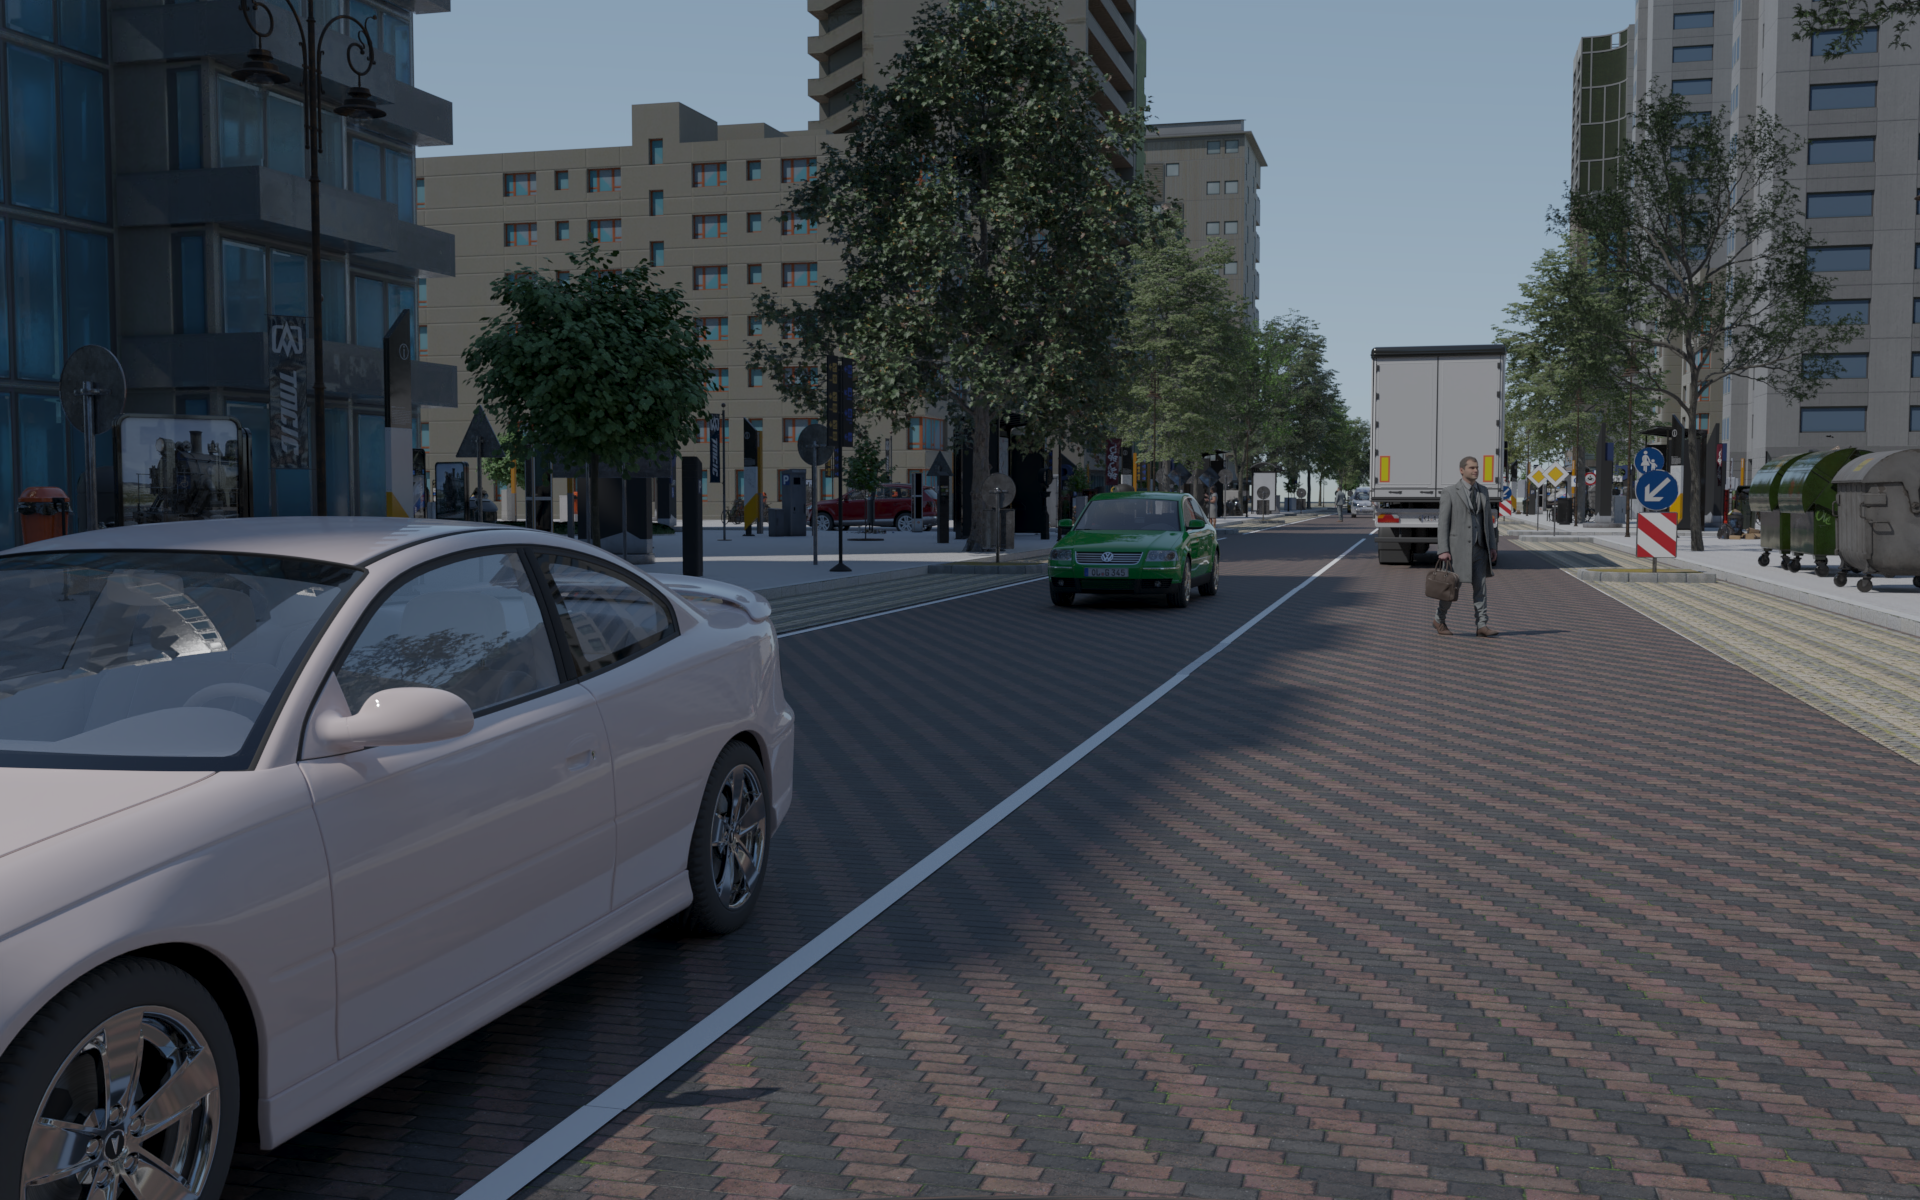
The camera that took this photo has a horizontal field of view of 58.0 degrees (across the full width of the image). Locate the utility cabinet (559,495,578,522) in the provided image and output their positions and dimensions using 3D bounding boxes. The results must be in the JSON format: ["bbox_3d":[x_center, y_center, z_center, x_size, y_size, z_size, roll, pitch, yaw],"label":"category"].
[{"bbox_3d":[-17.478,-4.061,77.553,1.020,1.237,0.306,3,4,36],"label":"utility cabinet"}]

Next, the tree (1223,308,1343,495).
[{"bbox_3d":[21.776,-13.073,120.403,9.857,13.997,8.962,0,3,0],"label":"tree"}]

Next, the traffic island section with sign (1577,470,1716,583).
[{"bbox_3d":[11.364,-1.233,28.795,1.989,1.847,2.006,1,4,15],"label":"traffic island section with sign"}]

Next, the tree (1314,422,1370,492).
[{"bbox_3d":[46.273,-16.913,210.947,7.601,10.594,8.767,-2,4,-35],"label":"tree"}]

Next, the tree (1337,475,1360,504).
[{"bbox_3d":[52.260,-15.258,233.176,4.285,4.588,4.351,0,3,0],"label":"tree"}]

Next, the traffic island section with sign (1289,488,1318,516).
[{"bbox_3d":[22.004,-6.287,111.413,1.989,1.847,2.006,1,4,15],"label":"traffic island section with sign"}]

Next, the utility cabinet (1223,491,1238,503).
[{"bbox_3d":[17.230,-6.242,110.734,1.173,1.500,0.318,2,4,24],"label":"utility cabinet"}]

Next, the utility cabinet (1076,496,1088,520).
[{"bbox_3d":[3.705,-2.550,52.852,0.306,1.237,1.020,1,4,8],"label":"utility cabinet"}]

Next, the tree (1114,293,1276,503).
[{"bbox_3d":[10.654,-8.854,79.173,8.767,10.594,7.601,2,4,27],"label":"tree"}]

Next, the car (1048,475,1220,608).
[{"bbox_3d":[2.418,-0.893,23.404,1.959,1.807,4.718,1,4,16],"label":"car"}]

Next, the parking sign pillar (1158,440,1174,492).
[{"bbox_3d":[10.411,-6.045,87.309,1.447,3.967,1.447,2,4,25],"label":"parking sign pillar"}]

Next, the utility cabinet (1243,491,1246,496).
[{"bbox_3d":[18.917,-6.618,116.880,1.173,1.500,0.318,-2,4,-34],"label":"utility cabinet"}]

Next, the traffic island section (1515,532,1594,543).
[{"bbox_3d":[18.062,-1.853,52.579,2.009,0.180,2.903,1,4,15],"label":"traffic island section"}]

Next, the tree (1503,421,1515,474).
[{"bbox_3d":[47.445,-12.261,150.828,4.360,8.622,3.978,0,3,0],"label":"tree"}]

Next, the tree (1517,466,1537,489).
[{"bbox_3d":[39.396,-7.732,121.019,1.663,3.219,1.824,0,3,0],"label":"tree"}]

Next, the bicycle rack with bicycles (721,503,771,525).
[{"bbox_3d":[-8.860,-3.641,72.913,2.852,0.926,2.925,3,5,45],"label":"bicycle rack with bicycles"}]

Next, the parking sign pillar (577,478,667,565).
[{"bbox_3d":[-6.348,-2.650,31.807,1.447,3.967,1.447,0,4,5],"label":"parking sign pillar"}]

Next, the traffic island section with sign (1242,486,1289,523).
[{"bbox_3d":[14.937,-4.675,85.057,1.989,1.847,2.006,1,4,15],"label":"traffic island section with sign"}]

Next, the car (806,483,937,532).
[{"bbox_3d":[-3.059,-3.263,62.024,5.304,1.827,2.281,1,4,16],"label":"car"}]

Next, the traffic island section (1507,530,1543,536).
[{"bbox_3d":[20.129,-2.325,60.293,2.009,0.180,2.903,1,4,15],"label":"traffic island section"}]

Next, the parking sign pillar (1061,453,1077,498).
[{"bbox_3d":[7.026,-7.638,113.358,1.447,3.967,1.447,3,5,41],"label":"parking sign pillar"}]

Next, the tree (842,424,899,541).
[{"bbox_3d":[-2.482,-3.250,47.739,1.663,3.219,1.824,0,3,0],"label":"tree"}]

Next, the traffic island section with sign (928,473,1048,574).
[{"bbox_3d":[0.621,-1.410,31.674,1.989,1.847,2.006,1,4,15],"label":"traffic island section with sign"}]

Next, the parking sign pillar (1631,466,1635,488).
[{"bbox_3d":[44.201,-7.753,115.241,1.447,3.967,1.447,-3,5,-44],"label":"parking sign pillar"}]

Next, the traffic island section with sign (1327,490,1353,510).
[{"bbox_3d":[34.929,-9.237,159.646,1.989,1.847,2.006,1,4,15],"label":"traffic island section with sign"}]

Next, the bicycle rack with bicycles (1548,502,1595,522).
[{"bbox_3d":[28.327,-4.040,79.434,2.925,0.926,2.852,1,4,9],"label":"bicycle rack with bicycles"}]

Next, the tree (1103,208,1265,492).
[{"bbox_3d":[8.290,-9.268,69.654,7.486,12.596,7.792,0,3,0],"label":"tree"}]

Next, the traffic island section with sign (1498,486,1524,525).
[{"bbox_3d":[25.582,-4.477,81.826,1.989,1.847,2.006,1,4,15],"label":"traffic island section with sign"}]

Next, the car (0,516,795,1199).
[{"bbox_3d":[-1.942,0.475,4.602,2.083,1.381,4.827,1,4,15],"label":"car"}]

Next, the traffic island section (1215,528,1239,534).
[{"bbox_3d":[9.078,-2.506,63.249,2.009,0.180,2.903,1,4,15],"label":"traffic island section"}]

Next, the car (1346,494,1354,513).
[{"bbox_3d":[30.629,-7.503,132.900,2.015,1.641,3.980,1,4,15],"label":"car"}]

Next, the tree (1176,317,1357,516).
[{"bbox_3d":[16.644,-10.842,103.016,9.928,11.665,9.643,0,3,0],"label":"tree"}]

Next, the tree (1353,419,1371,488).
[{"bbox_3d":[66.822,-23.455,290.146,9.857,13.997,8.962,0,3,0],"label":"tree"}]

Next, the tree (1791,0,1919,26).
[{"bbox_3d":[9.123,-4.652,10.470,7.601,10.594,8.767,-3,5,-45],"label":"tree"}]

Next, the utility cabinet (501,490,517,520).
[{"bbox_3d":[-21.915,-4.616,84.149,0.318,1.500,1.173,1,4,8],"label":"utility cabinet"}]

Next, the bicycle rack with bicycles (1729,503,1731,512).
[{"bbox_3d":[30.877,-3.678,73.521,2.852,0.926,2.925,3,5,43],"label":"bicycle rack with bicycles"}]

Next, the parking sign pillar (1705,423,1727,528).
[{"bbox_3d":[28.955,-4.766,66.404,1.447,3.967,1.447,0,4,8],"label":"parking sign pillar"}]

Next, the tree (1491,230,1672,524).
[{"bbox_3d":[26.515,-9.587,74.870,7.486,12.596,7.792,0,3,0],"label":"tree"}]

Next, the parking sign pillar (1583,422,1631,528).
[{"bbox_3d":[24.453,-4.728,65.776,1.447,3.967,1.447,1,4,12],"label":"parking sign pillar"}]

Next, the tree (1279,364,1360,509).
[{"bbox_3d":[30.043,-14.240,150.947,7.486,12.596,7.792,0,3,0],"label":"tree"}]

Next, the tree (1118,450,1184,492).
[{"bbox_3d":[13.108,-8.703,126.008,4.285,4.588,4.351,0,3,0],"label":"tree"}]

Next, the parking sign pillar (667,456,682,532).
[{"bbox_3d":[-9.958,-4.302,58.812,1.447,3.967,1.447,0,4,1],"label":"parking sign pillar"}]

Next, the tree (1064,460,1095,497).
[{"bbox_3d":[6.709,-6.168,95.444,1.663,3.219,1.824,0,3,0],"label":"tree"}]

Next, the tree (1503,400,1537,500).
[{"bbox_3d":[42.994,-11.334,135.676,4.737,8.622,4.395,0,3,0],"label":"tree"}]

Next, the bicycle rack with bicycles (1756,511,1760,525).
[{"bbox_3d":[37.351,-3.976,78.389,2.925,0.926,2.852,-1,4,-17],"label":"bicycle rack with bicycles"}]

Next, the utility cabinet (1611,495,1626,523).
[{"bbox_3d":[29.063,-4.000,76.557,1.020,1.237,0.306,-3,5,-42],"label":"utility cabinet"}]

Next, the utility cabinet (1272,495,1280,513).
[{"bbox_3d":[20.894,-6.406,115.896,1.020,1.237,0.306,-1,4,-11],"label":"utility cabinet"}]

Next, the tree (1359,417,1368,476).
[{"bbox_3d":[49.368,-18.798,225.468,7.486,12.596,7.792,0,3,0],"label":"tree"}]

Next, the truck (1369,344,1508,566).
[{"bbox_3d":[10.609,-3.005,38.053,2.839,4.237,11.283,1,4,17],"label":"truck"}]

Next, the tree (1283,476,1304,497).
[{"bbox_3d":[27.270,-9.064,142.798,1.663,3.219,1.824,0,3,0],"label":"tree"}]

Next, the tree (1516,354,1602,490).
[{"bbox_3d":[30.318,-8.385,87.465,4.360,8.622,3.978,0,3,0],"label":"tree"}]
